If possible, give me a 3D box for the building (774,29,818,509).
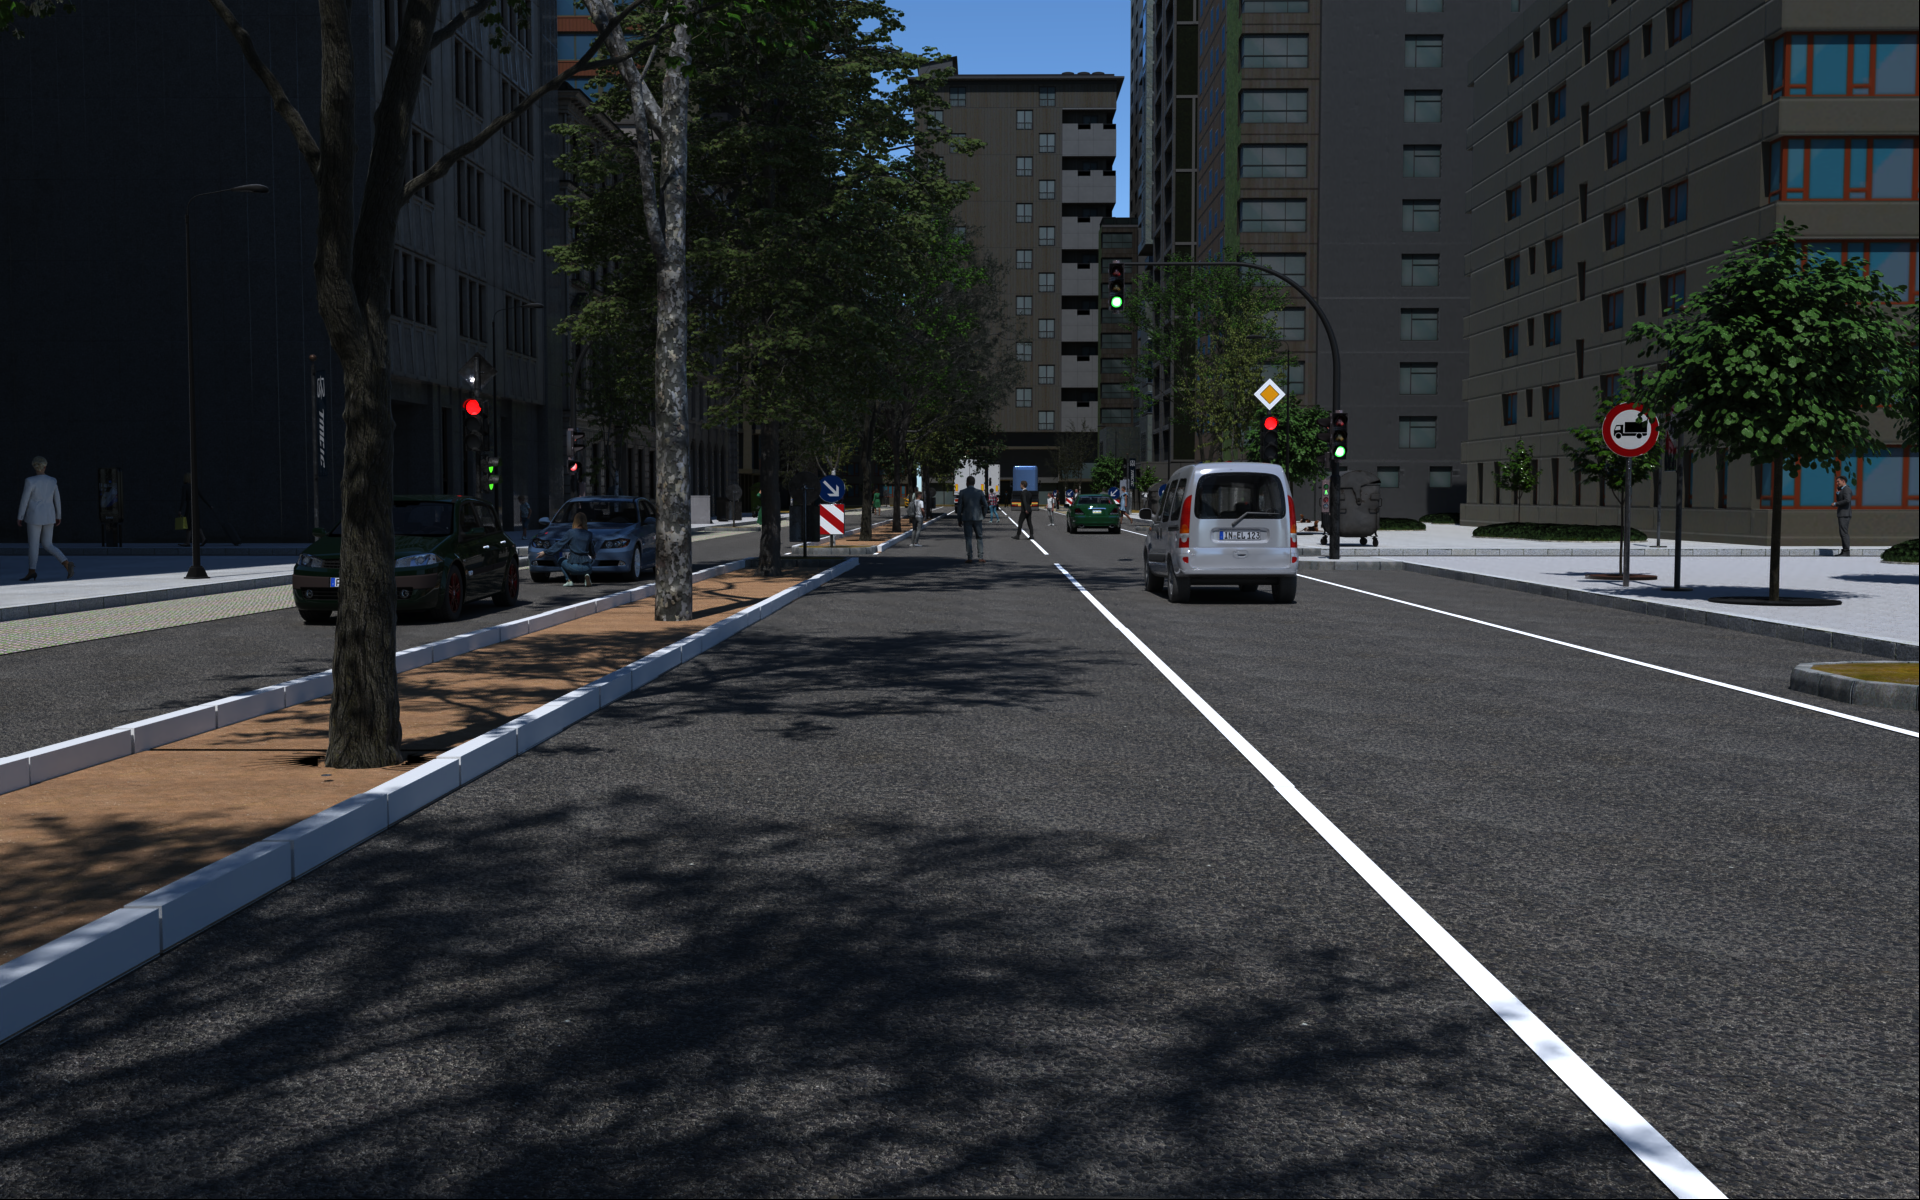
[{"bbox_3d":[-20.245,-30.760,153.039,14.600,45.320,14.200,0,4,1],"label":"building"}]

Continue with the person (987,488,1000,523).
[{"bbox_3d":[1.657,-4.752,87.030,0.563,1.720,0.643,-3,4,-39],"label":"person"}]

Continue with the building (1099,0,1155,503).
[{"bbox_3d":[25.104,-51.719,158.279,22.319,86.520,31.000,0,4,1],"label":"building"}]

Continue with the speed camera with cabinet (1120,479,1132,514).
[{"bbox_3d":[10.505,-7.061,109.777,0.660,3.252,2.038,1,4,12],"label":"speed camera with cabinet"}]

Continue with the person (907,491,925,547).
[{"bbox_3d":[-1.195,-2.207,47.180,0.503,1.515,0.523,0,4,3],"label":"person"}]

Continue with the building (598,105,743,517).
[{"bbox_3d":[-19.795,-15.541,95.892,13.314,21.916,24.055,0,4,1],"label":"building"}]

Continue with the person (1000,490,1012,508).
[{"bbox_3d":[4.813,-10.499,179.797,1.348,1.869,0.705,1,4,10],"label":"person"}]

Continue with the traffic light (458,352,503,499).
[{"bbox_3d":[-9.510,-2.773,34.253,0.839,4.253,0.868,0,4,1],"label":"traffic light"}]

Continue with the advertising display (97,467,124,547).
[{"bbox_3d":[-20.585,-2.249,41.986,0.974,1.923,0.123,3,4,37],"label":"advertising display"}]

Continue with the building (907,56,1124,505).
[{"bbox_3d":[7.780,-38.430,217.572,27.495,52.752,28.713,0,4,1],"label":"building"}]

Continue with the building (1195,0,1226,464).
[{"bbox_3d":[22.737,-28.085,109.298,14.600,45.320,14.200,0,4,1],"label":"building"}]

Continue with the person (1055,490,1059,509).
[{"bbox_3d":[9.120,-9.388,162.138,0.705,1.807,1.348,0,4,-6],"label":"person"}]

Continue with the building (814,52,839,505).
[{"bbox_3d":[-28.113,-34.142,177.822,30.456,49.044,23.786,0,4,1],"label":"building"}]

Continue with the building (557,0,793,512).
[{"bbox_3d":[-24.656,-29.166,131.494,22.147,44.769,28.867,0,4,1],"label":"building"}]

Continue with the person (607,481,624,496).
[{"bbox_3d":[-12.123,-3.345,60.914,0.661,1.801,0.590,0,4,-3],"label":"person"}]

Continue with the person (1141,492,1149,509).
[{"bbox_3d":[12.417,-6.702,115.729,0.679,1.850,0.850,0,4,-4],"label":"person"}]

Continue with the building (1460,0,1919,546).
[{"bbox_3d":[34.515,-12.877,55.577,28.899,21.520,27.650,0,4,1],"label":"building"}]

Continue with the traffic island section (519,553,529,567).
[{"bbox_3d":[-9.550,-0.741,34.388,2.009,0.180,2.903,0,4,1],"label":"traffic island section"}]

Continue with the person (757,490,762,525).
[{"bbox_3d":[-5.500,-2.482,49.330,0.600,1.795,0.529,-1,4,-11],"label":"person"}]

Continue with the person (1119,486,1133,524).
[{"bbox_3d":[7.919,-4.568,83.289,0.778,1.811,0.616,0,4,6],"label":"person"}]

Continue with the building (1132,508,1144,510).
[{"bbox_3d":[23.931,-42.492,133.004,20.563,71.187,20.611,0,4,1],"label":"building"}]

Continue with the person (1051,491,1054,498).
[{"bbox_3d":[9.865,-10.756,185.082,0.721,1.743,1.217,3,5,41],"label":"person"}]

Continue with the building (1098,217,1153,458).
[{"bbox_3d":[21.440,-25.129,182.556,14.160,30.474,14.107,0,4,1],"label":"building"}]

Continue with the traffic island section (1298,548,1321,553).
[{"bbox_3d":[7.505,-1.214,42.124,2.009,0.180,2.903,0,4,1],"label":"traffic island section"}]

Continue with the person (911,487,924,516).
[{"bbox_3d":[-1.971,-4.420,81.254,0.515,1.767,0.782,3,5,42],"label":"person"}]

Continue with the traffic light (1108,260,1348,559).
[{"bbox_3d":[5.256,-3.624,33.915,4.771,5.953,1.251,0,4,1],"label":"traffic light"}]

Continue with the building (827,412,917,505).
[{"bbox_3d":[-20.425,-22.818,218.119,28.899,21.520,27.650,0,4,1],"label":"building"}]

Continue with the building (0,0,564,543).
[{"bbox_3d":[-21.002,-14.459,54.420,12.078,24.808,19.932,0,4,1],"label":"building"}]

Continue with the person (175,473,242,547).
[{"bbox_3d":[-18.432,-2.212,42.424,1.509,1.804,0.699,-2,4,-31],"label":"person"}]

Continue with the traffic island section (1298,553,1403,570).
[{"bbox_3d":[7.389,-0.725,34.139,2.009,0.180,2.903,0,4,1],"label":"traffic island section"}]

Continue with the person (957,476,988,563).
[{"bbox_3d":[0.260,-1.675,35.988,0.635,1.810,0.391,-1,4,-13],"label":"person"}]

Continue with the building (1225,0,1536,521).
[{"bbox_3d":[20.219,-24.695,87.355,14.154,41.232,14.086,0,4,1],"label":"building"}]

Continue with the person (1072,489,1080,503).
[{"bbox_3d":[7.825,-6.568,116.291,0.661,1.777,0.834,1,4,21],"label":"person"}]

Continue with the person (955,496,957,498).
[{"bbox_3d":[-0.223,-8.688,153.776,0.421,1.427,0.697,0,4,-2],"label":"person"}]

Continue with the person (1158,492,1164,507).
[{"bbox_3d":[6.276,-2.620,51.315,0.794,1.824,0.713,0,4,-4],"label":"person"}]

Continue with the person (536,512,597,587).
[{"bbox_3d":[-6.041,-0.785,26.830,1.012,1.151,0.738,-2,4,-27],"label":"person"}]

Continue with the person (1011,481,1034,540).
[{"bbox_3d":[1.987,-2.821,54.406,0.755,1.850,0.659,2,4,33],"label":"person"}]

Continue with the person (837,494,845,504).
[{"bbox_3d":[-10.077,-8.519,145.781,0.683,1.767,0.568,-1,4,-17],"label":"person"}]

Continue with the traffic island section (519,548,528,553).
[{"bbox_3d":[-9.435,-1.229,42.373,2.009,0.180,2.903,0,4,1],"label":"traffic island section"}]

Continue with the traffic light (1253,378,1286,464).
[{"bbox_3d":[7.465,-3.247,42.010,0.839,4.253,0.868,0,4,1],"label":"traffic light"}]

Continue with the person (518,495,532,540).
[{"bbox_3d":[-12.238,-2.323,48.702,0.352,1.250,0.332,-2,4,-26],"label":"person"}]

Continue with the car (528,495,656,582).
[{"bbox_3d":[-6.138,-1.094,29.896,2.014,1.417,4.499,0,4,0],"label":"car"}]

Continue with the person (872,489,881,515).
[{"bbox_3d":[-5.557,-6.559,115.985,0.600,1.795,0.529,-3,5,-42],"label":"person"}]

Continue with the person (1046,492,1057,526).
[{"bbox_3d":[4.137,-4.121,78.482,0.503,1.515,0.523,1,4,18],"label":"person"}]

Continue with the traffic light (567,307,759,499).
[{"bbox_3d":[-7.302,-4.133,42.242,4.771,5.953,1.251,0,4,1],"label":"traffic light"}]

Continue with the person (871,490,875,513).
[{"bbox_3d":[-6.356,-7.310,128.848,0.721,1.723,1.217,-1,4,-12],"label":"person"}]

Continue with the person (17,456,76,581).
[{"bbox_3d":[-13.526,-1.203,25.596,0.818,1.842,0.514,0,4,7],"label":"person"}]

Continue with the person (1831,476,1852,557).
[{"bbox_3d":[19.967,-1.892,39.245,0.447,1.846,0.655,1,4,22],"label":"person"}]

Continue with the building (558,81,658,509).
[{"bbox_3d":[-19.221,-12.819,74.223,10.561,19.102,19.286,0,4,1],"label":"building"}]

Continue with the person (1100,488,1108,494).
[{"bbox_3d":[8.917,-6.024,107.091,0.694,1.812,0.767,0,4,3],"label":"person"}]
